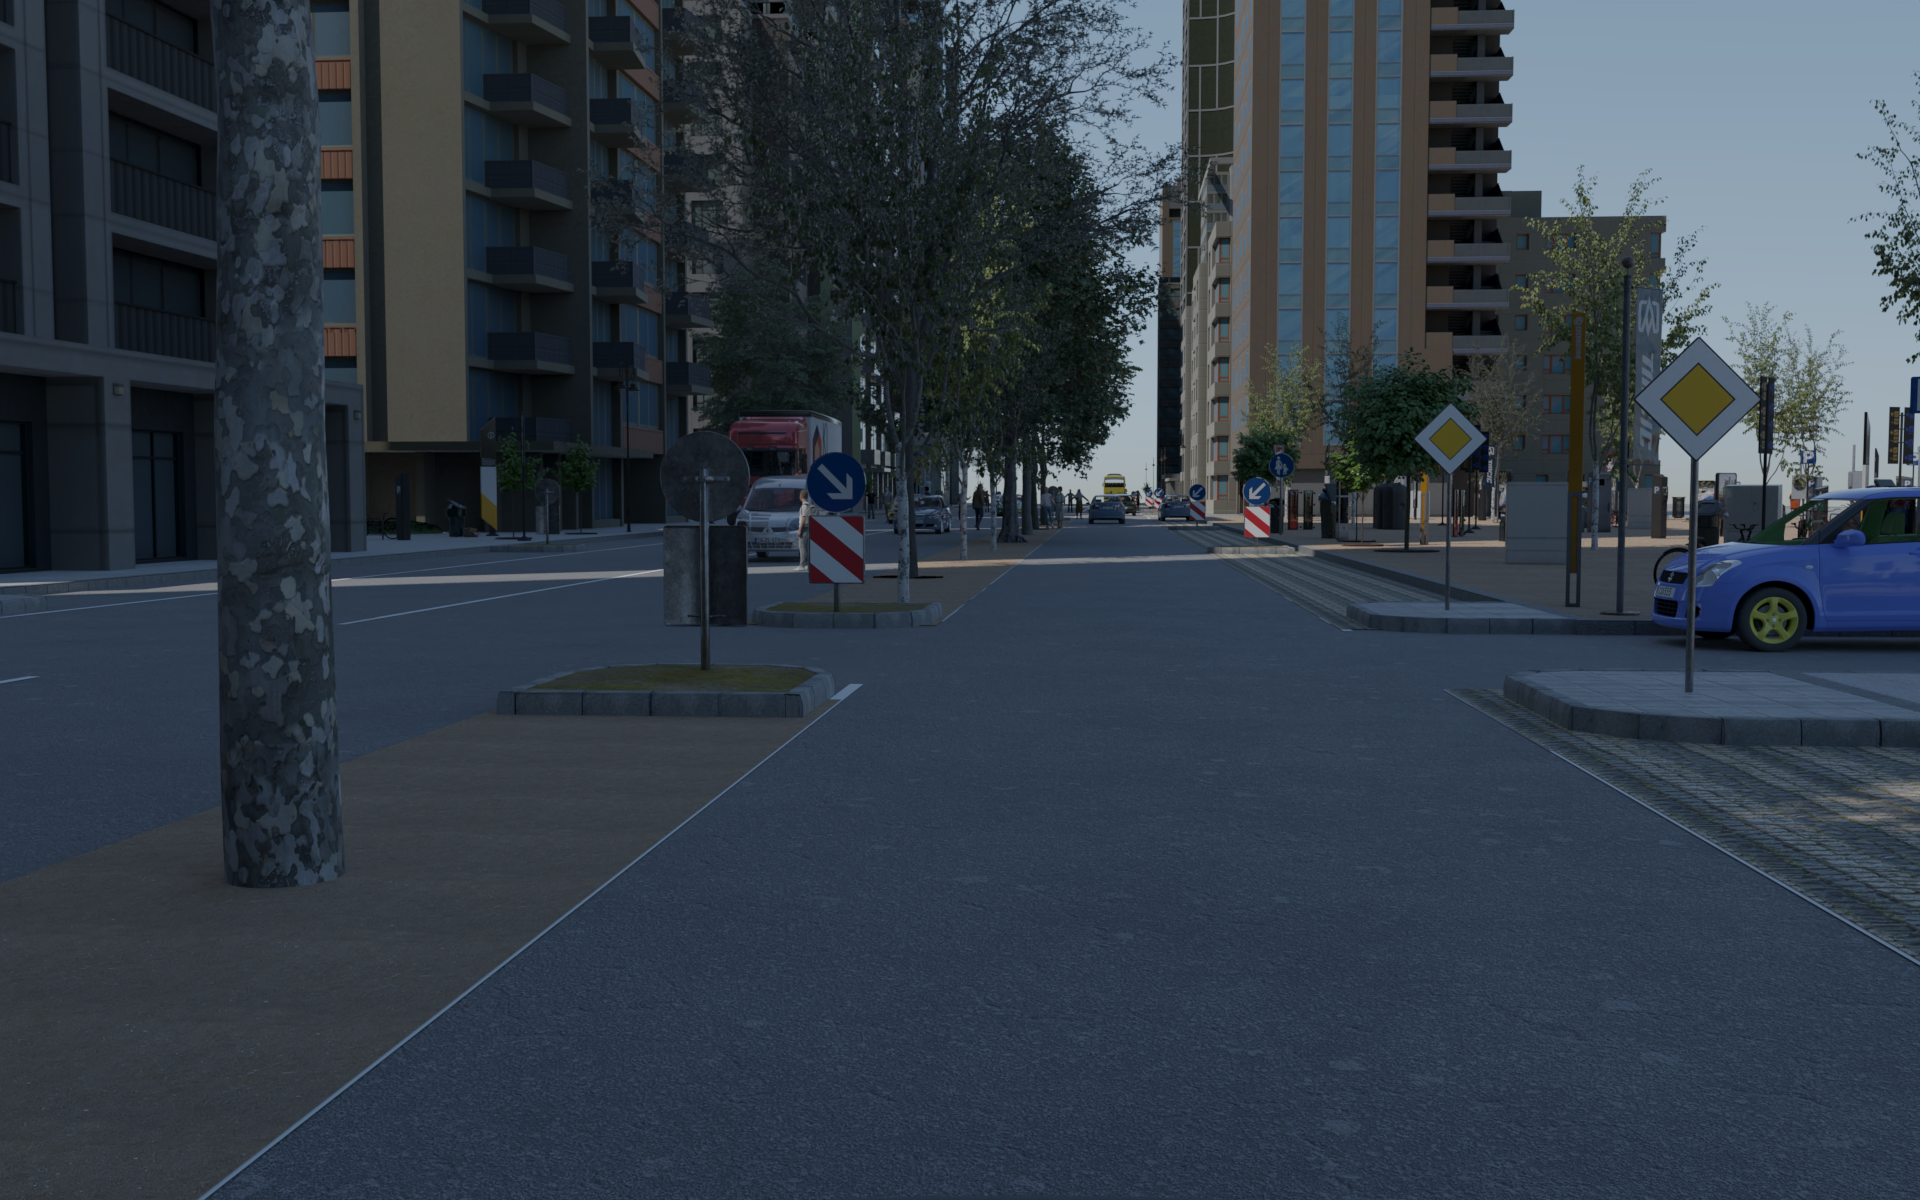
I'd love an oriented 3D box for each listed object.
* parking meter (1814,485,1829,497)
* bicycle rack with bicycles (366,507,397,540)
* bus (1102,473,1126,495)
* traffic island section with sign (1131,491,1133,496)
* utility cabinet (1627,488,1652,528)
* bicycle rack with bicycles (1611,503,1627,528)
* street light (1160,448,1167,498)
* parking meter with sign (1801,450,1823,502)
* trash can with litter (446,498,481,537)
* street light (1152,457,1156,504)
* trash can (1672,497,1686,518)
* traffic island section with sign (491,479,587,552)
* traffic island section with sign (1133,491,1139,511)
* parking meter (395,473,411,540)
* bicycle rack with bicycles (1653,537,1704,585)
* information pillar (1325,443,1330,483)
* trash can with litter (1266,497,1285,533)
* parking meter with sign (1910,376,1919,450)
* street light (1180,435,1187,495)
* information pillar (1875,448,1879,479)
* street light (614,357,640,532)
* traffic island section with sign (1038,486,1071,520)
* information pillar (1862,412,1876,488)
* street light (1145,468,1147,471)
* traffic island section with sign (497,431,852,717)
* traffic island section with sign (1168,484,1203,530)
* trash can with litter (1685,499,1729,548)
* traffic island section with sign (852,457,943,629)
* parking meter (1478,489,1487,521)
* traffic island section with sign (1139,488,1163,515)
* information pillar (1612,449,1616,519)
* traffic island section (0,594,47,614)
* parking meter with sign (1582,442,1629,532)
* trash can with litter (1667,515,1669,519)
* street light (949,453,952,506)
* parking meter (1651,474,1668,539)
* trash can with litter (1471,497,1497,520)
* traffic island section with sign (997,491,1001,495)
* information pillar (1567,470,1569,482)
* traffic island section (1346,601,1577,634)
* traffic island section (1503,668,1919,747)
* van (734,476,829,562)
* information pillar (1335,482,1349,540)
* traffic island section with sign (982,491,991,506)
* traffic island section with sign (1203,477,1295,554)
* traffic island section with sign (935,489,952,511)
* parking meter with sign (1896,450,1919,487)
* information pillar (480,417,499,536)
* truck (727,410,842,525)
[{"bbox_3d":[24.859,-2.544,50.013,0.372,1.533,0.369,0,3,0],"label":"parking meter"},{"bbox_3d":[-17.392,-2.126,48.144,2.925,0.926,2.852,1,4,14],"label":"bicycle rack with bicycles"},{"bbox_3d":[18.443,-13.181,207.053,2.896,3.916,12.252,0,4,5],"label":"bus"},{"bbox_3d":[20.399,-11.730,200.410,1.989,1.847,2.006,0,4,5],"label":"traffic island section with sign"},{"bbox_3d":[25.261,-3.377,63.894,1.173,1.500,0.318,1,4,9],"label":"utility cabinet"},{"bbox_3d":[26.049,-3.301,67.353,2.925,0.926,2.852,-1,4,-10],"label":"bicycle rack with bicycles"},{"bbox_3d":[20.756,-12.576,178.408,0.468,5.910,1.993,0,4,5],"label":"street light"},{"bbox_3d":[34.254,-4.472,69.381,0.543,3.016,1.738,3,5,45],"label":"parking meter with sign"},{"bbox_3d":[-14.776,-2.460,51.600,1.055,1.170,0.624,1,4,18],"label":"trash can with litter"},{"bbox_3d":[24.070,-14.844,215.484,0.468,5.910,1.993,0,4,5],"label":"street light"},{"bbox_3d":[38.137,-4.910,91.934,0.748,1.137,0.748,0,3,0],"label":"trash can"},{"bbox_3d":[-10.487,-2.130,43.452,1.989,1.847,2.006,0,4,5],"label":"traffic island section with sign"},{"bbox_3d":[15.780,-8.389,145.782,1.989,1.847,2.006,0,4,5],"label":"traffic island section with sign"},{"bbox_3d":[-15.466,-2.592,48.084,0.399,1.863,0.255,3,5,43],"label":"parking meter"},{"bbox_3d":[9.872,-0.450,20.737,2.925,0.926,2.852,1,4,16],"label":"bicycle rack with bicycles"},{"bbox_3d":[16.774,-5.367,79.103,0.183,3.616,0.504,0,4,-5],"label":"information pillar"},{"bbox_3d":[10.302,-2.773,56.732,0.624,1.170,1.055,0,4,6],"label":"trash can with litter"},{"bbox_3d":[14.015,-1.753,24.916,0.543,3.016,1.738,2,4,24],"label":"parking meter with sign"},{"bbox_3d":[17.037,-9.762,132.390,0.468,5.910,1.993,0,4,5],"label":"street light"},{"bbox_3d":[46.455,-5.901,87.840,0.183,3.616,0.504,1,4,12],"label":"information pillar"},{"bbox_3d":[-11.204,-5.238,58.426,0.468,5.910,1.993,0,4,5],"label":"street light"},{"bbox_3d":[5.030,-5.269,94.290,2.006,1.907,1.989,0,4,5],"label":"traffic island section with sign"},{"bbox_3d":[25.867,-3.554,49.469,0.183,3.616,0.504,3,4,39],"label":"information pillar"},{"bbox_3d":[27.141,-17.113,252.580,0.468,5.910,1.993,0,4,5],"label":"street light"},{"bbox_3d":[-1.916,-0.238,12.035,2.006,1.907,1.989,0,4,5],"label":"traffic island section with sign"},{"bbox_3d":[9.290,-3.682,68.826,1.989,1.847,2.006,0,4,5],"label":"traffic island section with sign"},{"bbox_3d":[15.121,-1.451,35.110,0.624,1.170,1.055,3,5,39],"label":"trash can with litter"},{"bbox_3d":[-1.283,-0.690,19.416,2.006,1.907,1.989,0,4,5],"label":"traffic island section with sign"},{"bbox_3d":[25.197,-4.592,83.487,0.372,1.533,0.369,0,3,0],"label":"parking meter"},{"bbox_3d":[13.510,-6.746,118.923,1.989,1.847,2.006,0,4,5],"label":"traffic island section with sign"},{"bbox_3d":[33.784,-6.025,89.867,0.504,3.616,0.183,-1,4,-12],"label":"information pillar"},{"bbox_3d":[-12.411,0.097,20.697,2.009,0.180,2.903,0,4,5],"label":"traffic island section"},{"bbox_3d":[21.434,-3.780,58.060,1.738,3.016,0.543,0,4,1],"label":"parking meter with sign"},{"bbox_3d":[35.390,-4.744,88.620,1.678,1.210,2.233,-3,4,-36],"label":"trash can with litter"},{"bbox_3d":[-0.910,-12.704,180.500,0.468,5.910,1.993,0,4,5],"label":"street light"},{"bbox_3d":[20.149,-2.701,49.874,0.255,1.863,0.399,-2,4,-28],"label":"parking meter"},{"bbox_3d":[26.757,-4.665,87.332,2.233,1.210,1.678,2,4,25],"label":"trash can with litter"},{"bbox_3d":[5.223,-13.510,229.518,1.989,1.847,2.006,0,4,5],"label":"traffic island section with sign"},{"bbox_3d":[18.461,-2.914,52.140,0.304,2.012,0.304,-1,4,-9],"label":"information pillar"},{"bbox_3d":[5.417,0.189,19.192,2.009,0.180,2.903,0,4,5],"label":"traffic island section"},{"bbox_3d":[4.745,0.676,11.235,2.009,0.180,2.903,0,4,5],"label":"traffic island section"},{"bbox_3d":[-3.882,-1.895,37.998,2.013,2.044,4.112,0,4,3],"label":"van"},{"bbox_3d":[10.763,-2.706,48.733,0.304,2.012,0.304,0,4,-5],"label":"information pillar"},{"bbox_3d":[2.904,-11.830,202.041,1.989,1.847,2.006,0,4,5],"label":"traffic island section with sign"},{"bbox_3d":[7.013,-2.036,41.923,1.989,1.847,2.006,0,4,5],"label":"traffic island section with sign"},{"bbox_3d":[-1.738,-8.479,147.266,1.989,1.847,2.006,0,4,5],"label":"traffic island section with sign"},{"bbox_3d":[39.975,-4.713,73.313,0.543,3.016,1.738,0,4,6],"label":"parking meter with sign"},{"bbox_3d":[-14.337,-3.752,52.702,0.504,3.616,0.183,-3,4,-37],"label":"information pillar"},{"bbox_3d":[-6.034,-4.361,60.218,2.839,4.237,11.283,0,4,4],"label":"truck"}]
